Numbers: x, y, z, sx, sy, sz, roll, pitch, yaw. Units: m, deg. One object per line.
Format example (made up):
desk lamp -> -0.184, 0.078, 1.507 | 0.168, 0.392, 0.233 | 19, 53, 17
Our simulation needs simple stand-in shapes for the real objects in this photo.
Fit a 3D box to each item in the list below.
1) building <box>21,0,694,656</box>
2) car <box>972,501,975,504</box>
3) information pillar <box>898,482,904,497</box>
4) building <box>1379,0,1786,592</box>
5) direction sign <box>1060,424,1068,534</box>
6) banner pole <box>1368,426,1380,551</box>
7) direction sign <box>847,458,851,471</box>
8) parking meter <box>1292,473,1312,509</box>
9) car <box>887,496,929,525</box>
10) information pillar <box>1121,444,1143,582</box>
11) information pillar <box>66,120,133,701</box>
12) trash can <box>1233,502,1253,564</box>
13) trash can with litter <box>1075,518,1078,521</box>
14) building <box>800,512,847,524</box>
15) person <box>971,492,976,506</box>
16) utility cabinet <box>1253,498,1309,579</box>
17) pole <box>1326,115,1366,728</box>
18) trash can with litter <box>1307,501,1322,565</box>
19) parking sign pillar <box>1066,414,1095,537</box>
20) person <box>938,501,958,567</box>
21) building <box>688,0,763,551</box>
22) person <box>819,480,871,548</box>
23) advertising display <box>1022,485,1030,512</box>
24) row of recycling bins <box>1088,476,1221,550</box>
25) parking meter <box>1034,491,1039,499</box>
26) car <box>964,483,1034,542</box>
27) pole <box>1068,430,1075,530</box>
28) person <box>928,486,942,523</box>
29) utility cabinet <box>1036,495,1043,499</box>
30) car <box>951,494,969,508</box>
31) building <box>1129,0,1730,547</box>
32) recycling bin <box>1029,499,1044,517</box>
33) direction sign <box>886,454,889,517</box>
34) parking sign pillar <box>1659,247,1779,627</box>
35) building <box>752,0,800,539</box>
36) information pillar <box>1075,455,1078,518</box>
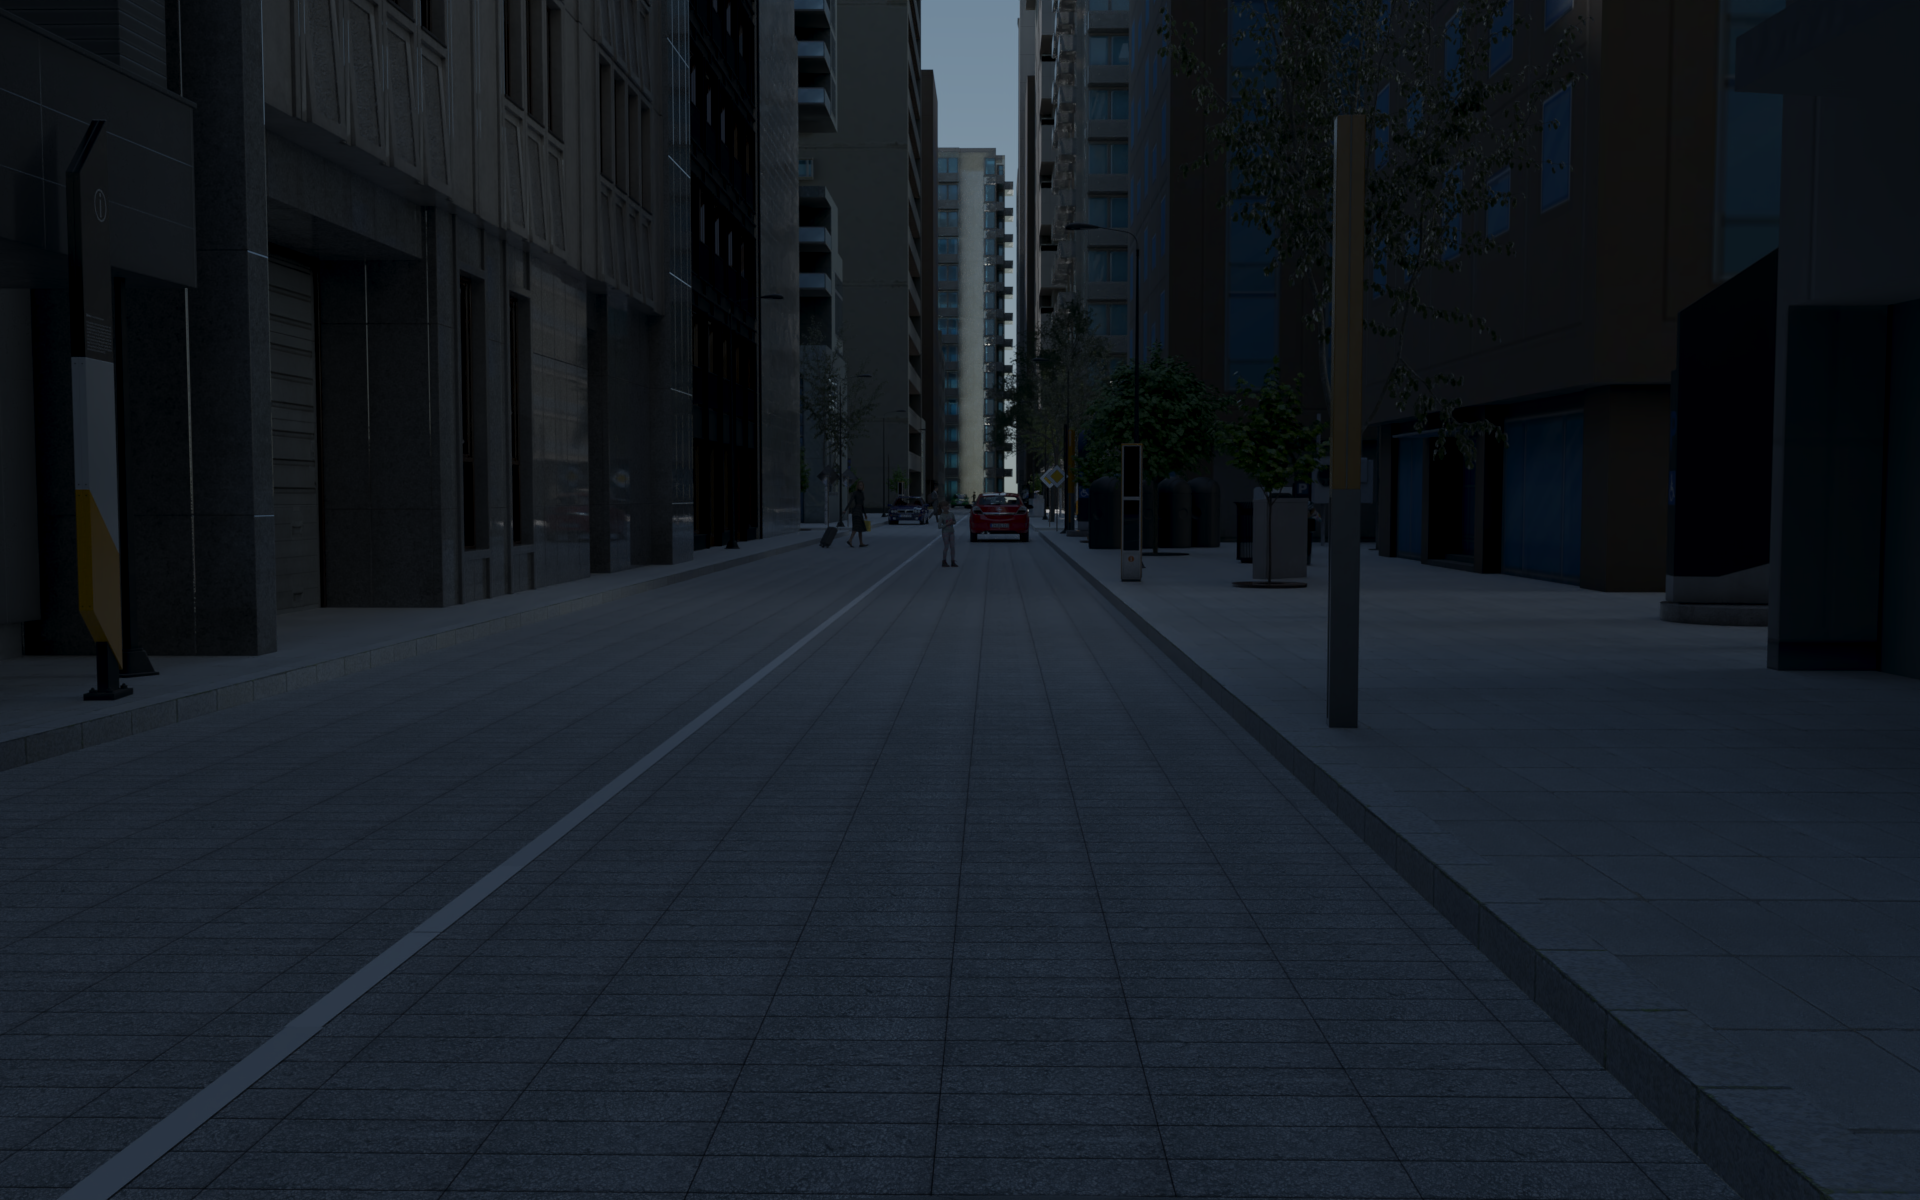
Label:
building -> -11.363, -12.536, 22.994 | 12.078, 24.808, 19.932 | 0, 4, 1
car -> 1.669, -4.938, 92.534 | 2.131, 1.459, 4.920 | 0, 4, 3
information pillar -> -3.529, -6.063, 103.621 | 0.304, 2.012, 0.304 | 1, 4, 16
building -> 15.103, -23.098, 27.759 | 14.600, 45.320, 14.200 | 0, 4, 1
direction sign -> 3.418, -3.917, 56.040 | 0.379, 3.537, 0.876 | 1, 4, 11
banner pole -> 9.664, -3.011, 39.246 | 0.401, 3.779, 0.863 | -3, 4, -36
direction sign -> -7.161, -7.172, 109.256 | 0.379, 3.537, 0.876 | 2, 4, 33
parking meter -> 7.013, -1.826, 35.567 | 0.399, 1.863, 0.255 | 1, 4, 10
car -> -2.413, -4.232, 81.769 | 1.945, 1.354, 3.894 | 0, 4, 3
information pillar -> 2.518, -1.277, 25.369 | 0.304, 2.012, 0.304 | 1, 4, 8
information pillar -> -5.354, -1.185, 10.722 | 0.183, 3.616, 0.504 | 0, 4, -7
trash can -> 5.441, -1.254, 32.152 | 0.748, 1.137, 0.748 | 0, 3, 0
trash can with litter -> 6.105, -4.406, 83.089 | 1.678, 1.210, 2.233 | -2, 4, -31
building -> -16.626, -47.443, 88.361 | 22.319, 86.520, 31.000 | 0, 4, 1
person -> 1.610, -12.084, 206.904 | 0.721, 1.723, 1.217 | 2, 4, 28
utility cabinet -> 4.883, -0.934, 26.429 | 1.020, 1.237, 0.306 | -3, 5, -42
pole -> 2.110, -0.956, 9.472 | 0.158, 3.312, 0.155 | 0, 3, 0
trash can with litter -> 5.899, -1.203, 31.064 | 1.055, 1.170, 0.624 | -1, 4, -22
parking sign pillar -> 3.929, -3.902, 52.272 | 1.447, 3.967, 1.447 | 1, 4, 20
person -> -0.214, -1.300, 34.039 | 0.394, 1.301, 0.425 | 3, 5, 41
building -> -11.929, -12.919, 40.902 | 12.332, 23.373, 15.834 | 0, 4, 1
person -> -3.061, -2.310, 46.479 | 1.509, 1.804, 0.699 | -2, 4, -26
advertising display -> 4.562, -6.993, 119.541 | 0.123, 1.923, 0.974 | -2, 4, -26
row of recycling bins -> 4.672, -2.075, 41.043 | 3.534, 1.692, 1.069 | -2, 4, -28
parking meter -> 5.917, -7.655, 133.568 | 0.372, 1.533, 0.369 | 0, 3, 0
car -> 1.196, -2.696, 53.119 | 2.155, 1.783, 4.494 | 0, 4, 1
pole -> 3.539, -3.741, 55.007 | 0.158, 3.312, 0.155 | 0, 3, 0
person -> -1.287, -4.798, 86.912 | 0.822, 1.834, 0.622 | 0, 4, -2
utility cabinet -> 5.124, -6.118, 111.195 | 0.306, 1.237, 1.020 | 0, 4, -6
car -> 0.022, -10.286, 176.972 | 1.959, 1.807, 4.718 | 0, 4, 2
building -> 12.476, -24.520, 51.015 | 14.600, 45.320, 14.200 | 0, 4, 1
recycling bin -> 4.239, -5.069, 95.430 | 0.722, 1.027, 0.722 | -1, 4, -17
direction sign -> -4.066, -6.533, 98.819 | 0.379, 3.537, 0.876 | 0, 4, -1
parking sign pillar -> 7.828, -1.765, 17.336 | 1.447, 3.967, 1.447 | 1, 4, 12
building -> -13.981, -12.171, 53.748 | 16.860, 20.320, 10.420 | 0, 4, 1
information pillar -> 6.381, -6.145, 91.827 | 0.504, 3.616, 0.183 | 0, 4, -7
